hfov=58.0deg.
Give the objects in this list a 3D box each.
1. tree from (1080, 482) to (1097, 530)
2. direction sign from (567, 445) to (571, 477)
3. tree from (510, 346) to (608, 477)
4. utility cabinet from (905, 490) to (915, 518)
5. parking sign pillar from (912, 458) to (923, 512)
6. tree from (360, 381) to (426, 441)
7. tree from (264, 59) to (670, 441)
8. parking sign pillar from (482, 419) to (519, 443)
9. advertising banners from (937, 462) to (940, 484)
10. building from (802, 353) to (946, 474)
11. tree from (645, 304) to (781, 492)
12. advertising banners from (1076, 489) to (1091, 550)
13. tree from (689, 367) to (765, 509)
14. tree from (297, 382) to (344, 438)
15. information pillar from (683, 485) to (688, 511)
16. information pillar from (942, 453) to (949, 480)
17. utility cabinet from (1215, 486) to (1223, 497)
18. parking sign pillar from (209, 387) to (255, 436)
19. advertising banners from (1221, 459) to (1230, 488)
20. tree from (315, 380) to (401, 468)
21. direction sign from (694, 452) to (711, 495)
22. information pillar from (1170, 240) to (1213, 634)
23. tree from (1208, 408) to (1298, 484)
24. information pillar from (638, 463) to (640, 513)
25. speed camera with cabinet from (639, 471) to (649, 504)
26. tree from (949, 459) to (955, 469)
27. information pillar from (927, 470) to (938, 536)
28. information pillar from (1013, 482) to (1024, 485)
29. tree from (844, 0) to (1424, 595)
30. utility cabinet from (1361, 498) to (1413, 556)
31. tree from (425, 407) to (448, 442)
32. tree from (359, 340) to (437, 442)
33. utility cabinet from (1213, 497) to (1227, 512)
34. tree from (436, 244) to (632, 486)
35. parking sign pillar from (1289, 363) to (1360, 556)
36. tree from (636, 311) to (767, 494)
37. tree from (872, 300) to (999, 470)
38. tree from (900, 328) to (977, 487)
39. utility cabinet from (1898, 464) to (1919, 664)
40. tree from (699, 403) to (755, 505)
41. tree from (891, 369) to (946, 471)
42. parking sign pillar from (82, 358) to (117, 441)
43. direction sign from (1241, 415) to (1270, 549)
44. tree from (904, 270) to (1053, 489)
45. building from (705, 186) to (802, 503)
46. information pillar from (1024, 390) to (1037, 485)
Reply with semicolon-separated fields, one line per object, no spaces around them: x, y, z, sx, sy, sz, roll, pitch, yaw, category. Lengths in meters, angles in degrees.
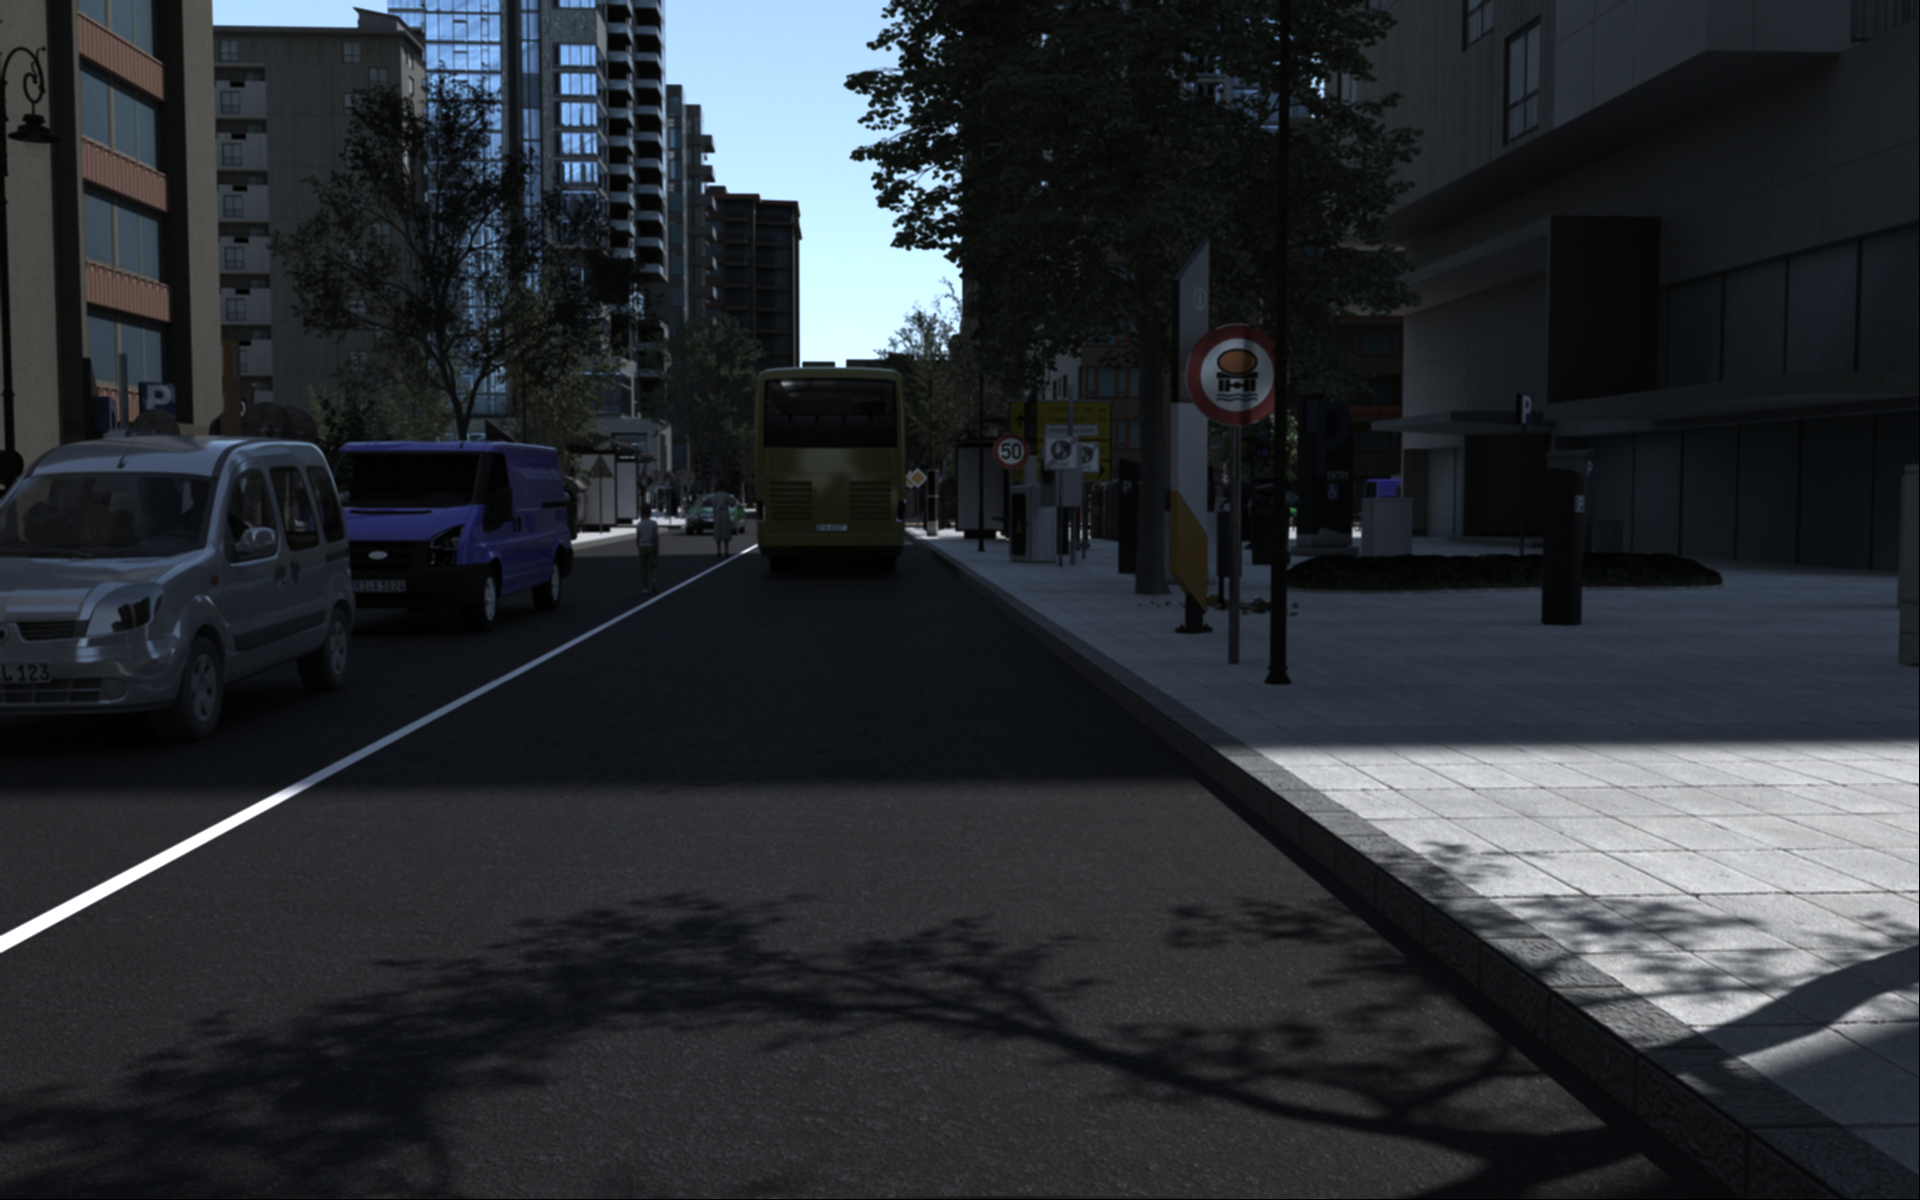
4.435;-4.146;62.380;1.663;3.219;1.824;0;3;0;tree
-17.259;-5.217;77.301;0.876;3.537;0.379;3;5;43;direction sign
-19.258;-8.179;84.089;4.360;8.622;3.978;0;3;0;tree
-2.947;-5.147;92.837;1.173;1.500;0.318;-3;5;-42;utility cabinet
-3.151;-8.395;125.734;1.447;3.967;1.447;-1;4;-14;parking sign pillar
-36.327;-9.653;108.192;4.360;8.622;3.978;0;3;0;tree
-10.433;-6.259;36.754;8.767;10.594;7.601;-1;4;-14;tree
-16.330;-4.472;61.592;1.447;3.967;1.447;1;4;17;parking sign pillar
-1.006;-5.891;92.509;0.090;3.025;2.074;-1;4;-10;advertising banners
-8.569;-25.007;253.895;28.899;21.520;27.650;0;4;-3;building
-15.372;-12.301;111.483;12.009;13.543;11.850;0;3;0;tree
2.683;-2.653;39.556;0.090;3.025;2.074;1;4;19;advertising banners
-18.588;-14.404;152.507;9.611;12.733;9.660;0;3;0;tree
-42.251;-9.949;113.022;4.737;8.622;4.395;0;3;0;tree
-21.139;-7.870;133.171;0.304;2.012;0.304;-2;4;-31;information pillar
-0.828;-6.565;98.691;0.183;3.616;0.504;-3;5;-39;information pillar
6.339;-2.250;45.471;1.173;1.500;0.318;-2;4;-25;utility cabinet
-17.971;-3.320;42.756;1.447;3.967;1.447;1;4;15;parking sign pillar
12.007;-4.795;74.590;0.090;3.025;2.074;-3;5;-42;advertising banners
-10.290;-2.136;29.526;1.663;3.219;1.824;0;3;0;tree
-13.964;-6.244;94.082;0.876;3.537;0.379;0;4;-5;direction sign
2.115;-1.501;15.895;0.183;3.616;0.504;3;5;42;information pillar
9.757;-4.397;55.608;4.285;4.588;4.351;0;3;0;tree
-22.142;-7.817;119.161;0.183;3.616;0.504;-1;4;-13;information pillar
-26.882;-9.277;146.012;0.660;3.252;2.038;1;4;13;speed camera with cabinet
0.729;-8.876;128.833;4.285;4.588;4.351;0;3;0;tree
-0.837;-2.942;52.587;0.304;2.012;0.304;1;4;11;information pillar
1.528;-2.440;44.380;0.304;2.012;0.304;2;4;35;information pillar
2.042;-6.351;21.970;7.486;12.596;7.792;0;3;0;tree
7.802;-1.254;31.672;1.020;1.237;0.306;-2;4;-30;utility cabinet
-43.123;-11.506;138.477;4.360;8.622;3.978;0;3;0;tree
-23.873;-7.814;78.128;4.737;8.622;4.395;0;3;0;tree
4.731;-1.406;34.148;1.020;1.237;0.306;-1;4;-20;utility cabinet
-12.084;-6.145;50.839;4.737;8.622;4.395;0;3;0;tree
7.611;-2.911;36.062;1.447;3.967;1.447;-3;4;-38;parking sign pillar
-14.651;-10.624;99.453;9.928;11.665;9.643;0;3;0;tree
-1.539;-9.154;84.074;7.601;10.594;8.767;-1;4;-22;tree
-0.947;-7.698;76.219;4.737;8.622;4.395;0;3;0;tree
7.455;-0.234;12.507;0.318;1.500;1.173;-2;4;-29;utility cabinet
-17.220;-10.827;127.380;4.360;8.622;3.978;0;3;0;tree
-4.739;-13.090;139.782;9.928;11.665;9.643;0;3;0;tree
-17.332;-2.843;34.963;1.447;3.967;1.447;-1;4;-19;parking sign pillar
6.791;-2.952;40.259;0.876;3.537;0.379;3;5;40;direction sign
0.630;-6.446;55.751;4.360;8.622;3.978;0;3;0;tree
-37.214;-36.318;248.423;28.867;44.769;22.147;0;4;-3;building
1.508;-2.784;36.870;0.183;3.616;0.504;2;4;29;information pillar
